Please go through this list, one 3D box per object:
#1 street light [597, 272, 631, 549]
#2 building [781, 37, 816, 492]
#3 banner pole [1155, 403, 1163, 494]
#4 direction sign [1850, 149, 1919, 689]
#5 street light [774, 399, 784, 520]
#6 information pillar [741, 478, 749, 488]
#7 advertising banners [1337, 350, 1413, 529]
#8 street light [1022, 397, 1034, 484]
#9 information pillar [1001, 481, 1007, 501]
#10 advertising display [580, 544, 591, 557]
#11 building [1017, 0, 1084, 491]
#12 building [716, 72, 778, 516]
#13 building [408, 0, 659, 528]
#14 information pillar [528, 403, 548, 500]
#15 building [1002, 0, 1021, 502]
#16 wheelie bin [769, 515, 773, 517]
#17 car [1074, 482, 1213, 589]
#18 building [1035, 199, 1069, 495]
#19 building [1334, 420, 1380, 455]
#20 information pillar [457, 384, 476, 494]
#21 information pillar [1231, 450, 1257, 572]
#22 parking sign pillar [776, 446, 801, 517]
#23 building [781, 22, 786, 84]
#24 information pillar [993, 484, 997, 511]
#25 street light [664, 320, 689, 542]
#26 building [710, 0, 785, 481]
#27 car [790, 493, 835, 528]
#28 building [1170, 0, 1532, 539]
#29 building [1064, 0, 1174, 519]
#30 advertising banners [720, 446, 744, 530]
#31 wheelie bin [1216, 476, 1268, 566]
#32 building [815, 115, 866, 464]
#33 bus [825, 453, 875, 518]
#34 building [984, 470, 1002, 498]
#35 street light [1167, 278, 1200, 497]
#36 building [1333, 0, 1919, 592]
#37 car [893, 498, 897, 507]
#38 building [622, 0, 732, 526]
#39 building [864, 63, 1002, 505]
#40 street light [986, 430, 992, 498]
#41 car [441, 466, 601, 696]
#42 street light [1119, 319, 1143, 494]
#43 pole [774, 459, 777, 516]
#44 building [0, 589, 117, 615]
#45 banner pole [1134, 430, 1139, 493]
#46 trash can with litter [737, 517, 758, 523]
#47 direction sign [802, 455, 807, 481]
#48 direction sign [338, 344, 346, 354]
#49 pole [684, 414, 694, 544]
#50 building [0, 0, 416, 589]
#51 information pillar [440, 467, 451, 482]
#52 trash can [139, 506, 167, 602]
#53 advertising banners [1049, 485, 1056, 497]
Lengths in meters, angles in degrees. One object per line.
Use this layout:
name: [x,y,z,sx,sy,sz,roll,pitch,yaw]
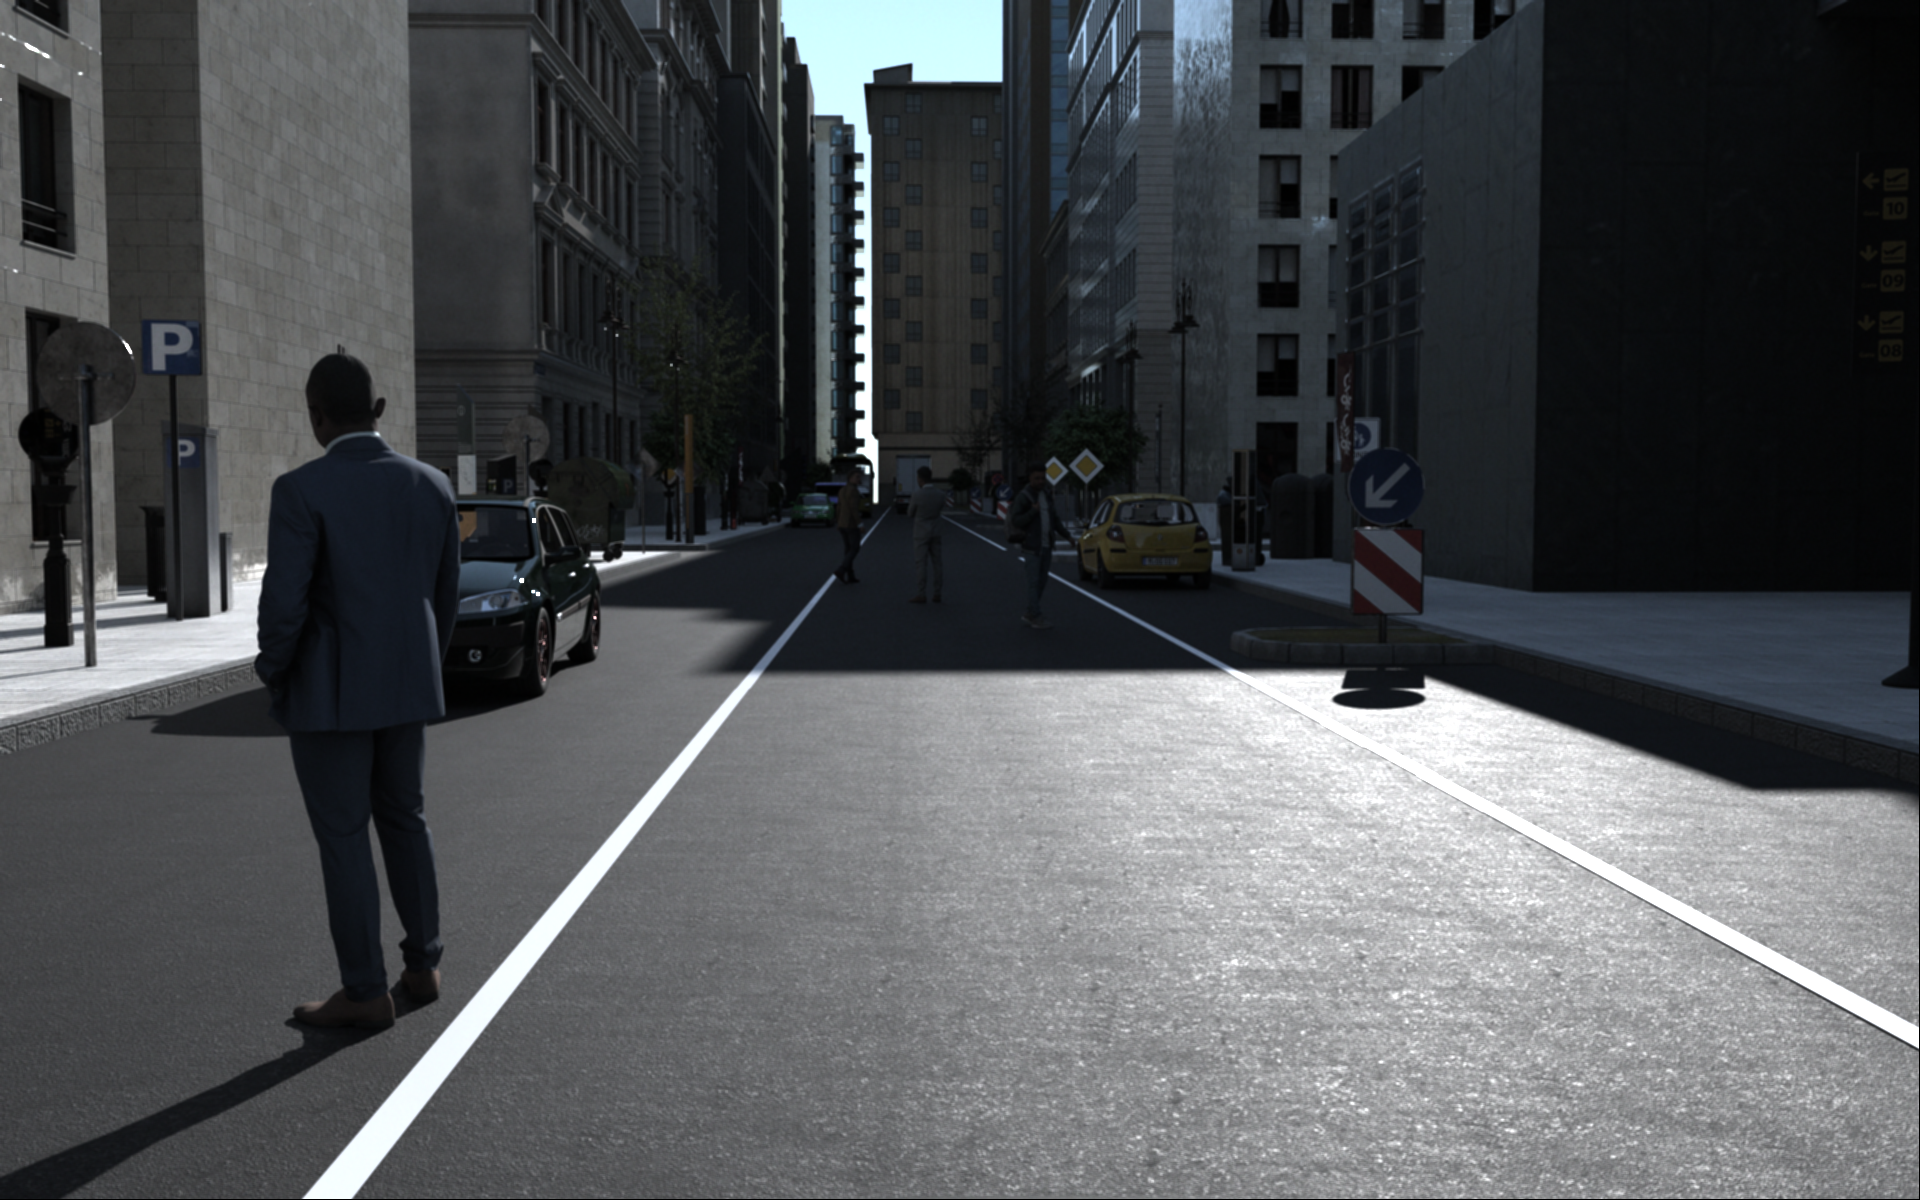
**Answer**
street light: [-7.233,-3.886,36.317,0.468,5.910,1.993,0,4,-2]
building: [-26.187,-34.120,181.561,21.600,48.544,21.300,0,4,-2]
banner pole: [5.436,-3.515,47.489,0.401,3.779,0.863,1,4,18]
direction sign: [6.364,-1.190,11.453,0.876,3.537,0.379,1,4,16]
street light: [-8.807,-6.838,84.595,0.468,5.910,1.993,0,4,-2]
information pillar: [-9.892,-4.593,79.581,0.304,2.012,0.304,-1,4,-20]
advertising banners: [4.899,-1.494,20.620,0.090,3.025,2.074,-1,4,-11]
street light: [3.230,-6.735,82.899,0.468,5.910,1.993,0,4,-2]
information pillar: [2.429,-5.560,95.401,0.304,2.012,0.304,0,4,3]
advertising display: [-7.714,-1.850,35.458,0.123,1.923,0.974,-2,4,-26]
building: [11.883,-29.733,136.249,14.600,45.320,14.200,0,4,-2]
building: [-18.974,-19.034,104.717,14.314,27.812,24.014,0,4,-2]
building: [-17.283,-13.554,57.763,11.583,22.565,21.152,0,4,-2]
information pillar: [-10.916,-3.268,44.794,0.504,3.616,0.183,0,4,-7]
building: [14.303,-37.621,157.107,21.231,58.520,28.212,0,4,-2]
wheelie bin: [-10.982,-5.536,98.419,0.980,1.594,0.693,1,4,9]
car: [2.880,-1.065,27.637,2.015,1.641,3.980,0,4,-3]
building: [11.375,-16.761,110.192,11.583,22.565,21.152,0,4,-2]
building: [47.722,-34.264,183.924,21.600,48.544,21.300,0,4,-2]
information pillar: [-10.528,-2.789,36.949,0.504,3.616,0.183,2,4,34]
information pillar: [4.720,-1.485,28.778,0.304,2.012,0.304,3,4,36]
parking sign pillar: [-9.563,-6.627,96.818,1.447,3.967,1.447,-2,4,-34]
building: [-26.513,-32.380,149.020,23.786,49.044,30.456,0,4,-2]
information pillar: [2.493,-7.100,120.573,0.304,2.012,0.304,2,4,29]
street light: [-7.536,-4.489,46.177,0.468,5.910,1.993,0,4,-2]
building: [-20.388,-27.088,126.490,14.154,41.232,14.086,0,4,-2]
car: [-6.420,-4.087,75.619,1.959,1.807,4.718,0,4,-2]
building: [15.797,-12.181,53.917,16.860,20.320,10.420,0,4,-2]
building: [12.078,-18.780,84.553,11.434,29.767,29.804,0,4,-2]
advertising banners: [-8.158,-4.035,62.165,0.090,3.025,2.074,1,4,17]
wheelie bin: [5.006,-1.410,30.963,0.980,1.594,0.693,-2,4,-25]
building: [-27.143,-36.540,217.043,30.456,49.044,23.786,0,4,-2]
bus: [-6.699,-7.104,107.694,2.896,3.916,12.252,0,4,-2]
building: [13.298,-45.470,181.689,20.563,71.187,20.611,0,4,-2]
street light: [4.787,-3.940,37.201,0.468,5.910,1.993,0,4,-2]
building: [18.796,-42.978,15.361,22.319,86.520,31.000,0,4,-2]
car: [-6.434,-11.080,193.164,2.014,1.417,4.499,0,4,-4]
building: [-18.535,-17.906,80.153,14.401,28.519,23.554,0,4,-2]
building: [1.857,-38.652,221.197,27.495,52.752,28.713,0,4,-2]
street light: [1.993,-9.008,120.065,0.468,5.910,1.993,0,4,-2]
car: [-3.882,-0.225,13.467,2.009,1.686,4.222,0,4,-4]
street light: [4.520,-4.469,45.860,0.468,5.910,1.993,0,4,-2]
pole: [-10.837,-6.606,101.846,0.158,3.312,0.155,0,3,0]
building: [-15.096,-9.605,11.786,10.420,20.320,16.860,0,4,-2]
banner pole: [6.900,-4.746,67.612,0.401,3.779,0.863,1,4,19]
trash can with litter: [-9.487,-4.020,77.119,1.055,1.170,0.624,1,4,9]
direction sign: [-9.222,-6.619,100.214,0.876,3.537,0.379,2,4,34]
direction sign: [-9.481,-2.121,26.684,0.379,3.537,0.876,-1,4,-13]
pole: [-6.955,-3.096,44.462,0.158,3.312,0.155,0,3,0]
building: [-19.098,-10.637,28.664,16.860,20.320,10.420,0,4,-2]
information pillar: [-14.158,-2.643,47.709,0.304,2.012,0.304,-1,4,-15]
trash can: [-9.447,-0.561,20.821,0.748,1.137,0.748,0,3,0]
advertising banners: [3.661,-4.519,70.066,0.090,3.025,2.074,1,4,17]
